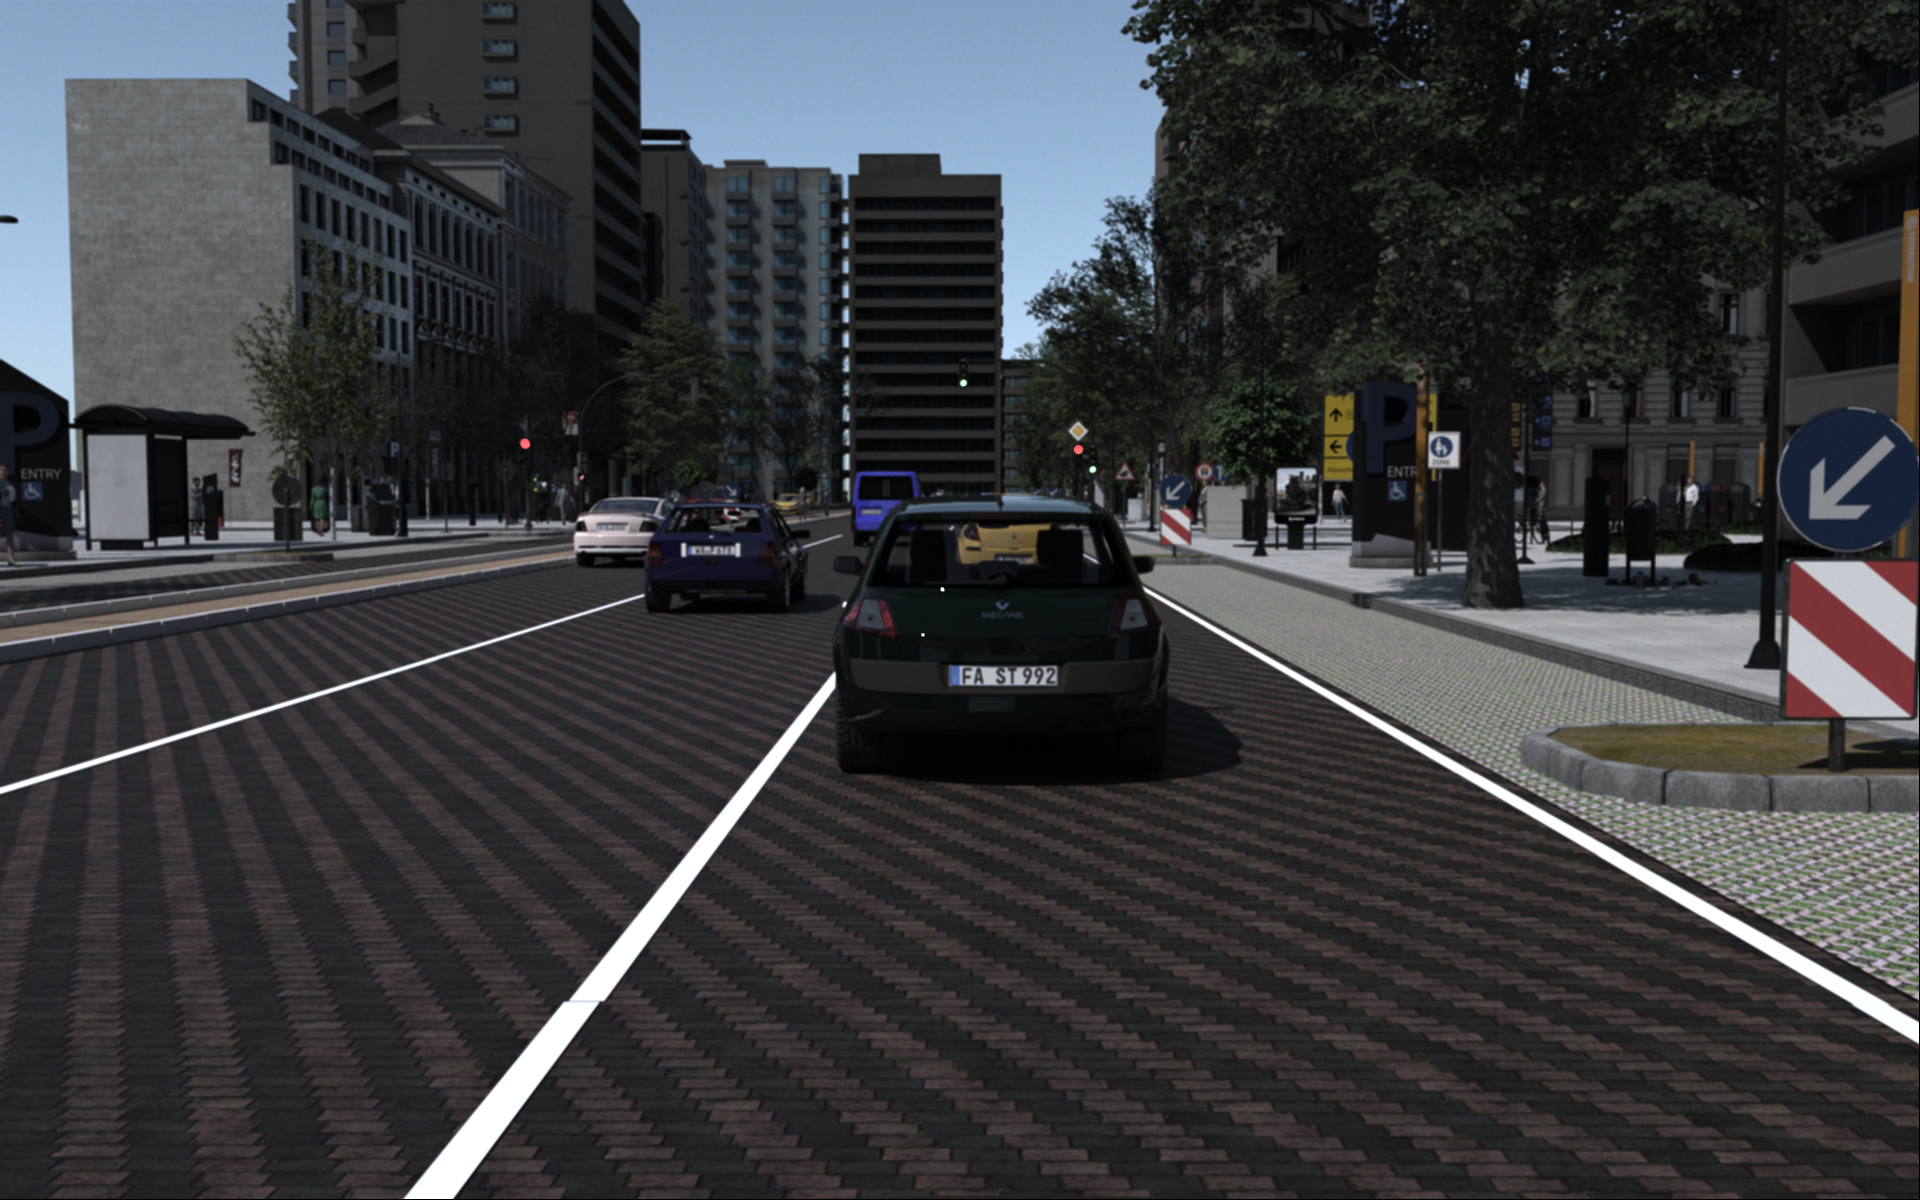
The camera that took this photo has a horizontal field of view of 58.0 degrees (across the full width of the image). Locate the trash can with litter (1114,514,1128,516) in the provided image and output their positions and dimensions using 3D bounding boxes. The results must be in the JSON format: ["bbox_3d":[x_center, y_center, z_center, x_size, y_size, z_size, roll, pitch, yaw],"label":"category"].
[{"bbox_3d":[9.650,-5.585,102.380,1.678,1.210,2.233,-1,4,-22],"label":"trash can with litter"}]

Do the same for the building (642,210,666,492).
[{"bbox_3d":[-37.337,-24.397,170.590,14.160,30.474,14.107,0,4,1],"label":"building"}]

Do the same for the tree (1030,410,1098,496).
[{"bbox_3d":[8.201,-10.930,129.064,4.360,8.622,3.978,0,3,0],"label":"tree"}]

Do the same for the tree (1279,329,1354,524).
[{"bbox_3d":[15.097,-7.492,72.852,4.360,8.622,3.978,0,3,0],"label":"tree"}]

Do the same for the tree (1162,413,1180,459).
[{"bbox_3d":[15.600,-10.143,116.194,4.360,8.622,3.978,0,3,0],"label":"tree"}]

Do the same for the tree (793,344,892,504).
[{"bbox_3d":[-14.845,-22.056,216.507,12.611,20.169,13.585,0,3,0],"label":"tree"}]

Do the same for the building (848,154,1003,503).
[{"bbox_3d":[-4.716,-38.261,249.268,21.600,48.544,21.300,0,4,1],"label":"building"}]

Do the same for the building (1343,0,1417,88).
[{"bbox_3d":[50.488,-57.228,248.344,31.000,86.520,22.319,0,4,1],"label":"building"}]

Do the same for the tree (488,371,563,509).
[{"bbox_3d":[-26.177,-9.160,100.132,4.360,8.622,3.978,0,3,0],"label":"tree"}]

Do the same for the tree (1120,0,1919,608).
[{"bbox_3d":[6.081,-6.887,19.259,9.857,13.997,8.962,0,3,0],"label":"tree"}]

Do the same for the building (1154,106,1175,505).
[{"bbox_3d":[29.596,-33.385,195.948,14.600,45.320,14.200,0,4,1],"label":"building"}]

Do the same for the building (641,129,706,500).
[{"bbox_3d":[-36.464,-31.361,196.348,14.086,41.232,14.154,0,4,1],"label":"building"}]

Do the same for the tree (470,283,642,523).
[{"bbox_3d":[-17.643,-8.725,77.061,7.601,10.594,8.767,0,4,7],"label":"tree"}]

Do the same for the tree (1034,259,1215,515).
[{"bbox_3d":[7.281,-10.084,82.998,7.486,12.596,7.792,0,3,0],"label":"tree"}]

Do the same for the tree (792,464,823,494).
[{"bbox_3d":[-16.216,-12.242,183.877,4.285,4.588,4.351,0,3,0],"label":"tree"}]

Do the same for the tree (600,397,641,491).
[{"bbox_3d":[-25.098,-10.503,122.083,4.360,8.622,3.978,0,3,0],"label":"tree"}]

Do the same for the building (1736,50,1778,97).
[{"bbox_3d":[52.305,-17.649,85.830,25.104,27.353,12.463,0,4,1],"label":"building"}]

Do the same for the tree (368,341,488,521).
[{"bbox_3d":[-25.701,-8.095,82.718,4.360,8.622,3.978,0,3,0],"label":"tree"}]

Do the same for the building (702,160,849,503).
[{"bbox_3d":[-30.775,-38.608,250.843,30.456,49.044,23.786,0,4,1],"label":"building"}]

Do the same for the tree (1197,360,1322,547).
[{"bbox_3d":[7.324,-3.582,42.273,4.285,4.588,4.351,0,3,0],"label":"tree"}]

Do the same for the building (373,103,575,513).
[{"bbox_3d":[-37.034,-20.855,126.881,13.634,28.700,20.117,0,4,1],"label":"building"}]

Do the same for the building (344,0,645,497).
[{"bbox_3d":[-40.587,-32.327,152.250,21.300,48.544,21.600,0,4,1],"label":"building"}]

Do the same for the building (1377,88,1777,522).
[{"bbox_3d":[30.276,-14.409,84.736,18.267,20.994,9.793,0,4,1],"label":"building"}]

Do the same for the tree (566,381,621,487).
[{"bbox_3d":[-23.884,-9.888,112.034,4.737,8.622,4.395,0,3,0],"label":"tree"}]

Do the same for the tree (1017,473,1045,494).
[{"bbox_3d":[8.633,-13.916,211.236,4.285,4.588,4.351,0,3,0],"label":"tree"}]

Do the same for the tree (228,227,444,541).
[{"bbox_3d":[-17.487,-5.951,47.663,4.737,8.622,4.395,0,3,0],"label":"tree"}]

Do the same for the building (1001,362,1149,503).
[{"bbox_3d":[20.566,-24.956,253.064,28.899,21.520,27.650,0,4,1],"label":"building"}]

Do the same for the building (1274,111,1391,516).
[{"bbox_3d":[27.337,-17.058,108.579,12.332,23.373,15.834,0,4,1],"label":"building"}]

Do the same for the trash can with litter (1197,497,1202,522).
[{"bbox_3d":[10.528,-4.223,80.101,2.233,1.210,1.678,3,5,44],"label":"trash can with litter"}]

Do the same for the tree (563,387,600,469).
[{"bbox_3d":[-24.396,-9.544,106.410,4.360,8.622,3.978,0,3,0],"label":"tree"}]

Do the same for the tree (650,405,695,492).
[{"bbox_3d":[-23.324,-11.542,139.074,4.737,8.622,4.395,0,3,0],"label":"tree"}]

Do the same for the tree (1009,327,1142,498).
[{"bbox_3d":[7.105,-10.925,104.372,9.928,11.665,9.643,0,3,0],"label":"tree"}]

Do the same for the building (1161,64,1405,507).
[{"bbox_3d":[31.904,-31.793,174.446,22.147,44.769,28.867,0,4,1],"label":"building"}]

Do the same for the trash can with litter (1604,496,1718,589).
[{"bbox_3d":[9.988,-0.821,24.478,2.233,1.210,1.678,-2,4,-28],"label":"trash can with litter"}]

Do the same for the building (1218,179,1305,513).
[{"bbox_3d":[26.952,-20.283,128.894,12.463,27.353,25.104,0,4,1],"label":"building"}]

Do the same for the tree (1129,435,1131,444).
[{"bbox_3d":[14.488,-10.834,127.496,4.737,8.622,4.395,0,3,0],"label":"tree"}]

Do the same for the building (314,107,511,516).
[{"bbox_3d":[-35.758,-16.997,106.780,11.050,23.489,19.941,0,4,1],"label":"building"}]

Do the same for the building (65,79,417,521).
[{"bbox_3d":[-35.831,-14.297,88.510,10.420,20.320,16.860,0,4,1],"label":"building"}]

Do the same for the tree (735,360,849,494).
[{"bbox_3d":[-15.634,-15.258,159.845,12.009,13.543,11.850,0,3,0],"label":"tree"}]

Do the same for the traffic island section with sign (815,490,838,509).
[{"bbox_3d":[-13.212,-9.804,168.921,1.989,1.847,2.006,0,4,1],"label":"traffic island section with sign"}]

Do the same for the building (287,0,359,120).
[{"bbox_3d":[-58.239,-39.836,193.312,28.212,58.520,21.231,0,4,1],"label":"building"}]

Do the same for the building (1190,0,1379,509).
[{"bbox_3d":[27.979,-30.756,152.975,14.600,45.320,14.200,0,4,1],"label":"building"}]

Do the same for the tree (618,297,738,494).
[{"bbox_3d":[-16.377,-11.142,100.290,7.486,12.596,7.792,0,3,0],"label":"tree"}]

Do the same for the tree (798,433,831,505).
[{"bbox_3d":[-16.506,-15.156,198.170,4.737,8.622,4.395,0,3,0],"label":"tree"}]

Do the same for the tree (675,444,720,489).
[{"bbox_3d":[-16.516,-7.641,108.641,4.285,4.588,4.351,0,3,0],"label":"tree"}]

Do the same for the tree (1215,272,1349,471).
[{"bbox_3d":[16.539,-10.482,89.514,7.486,12.596,7.792,0,3,0],"label":"tree"}]

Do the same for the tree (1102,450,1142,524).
[{"bbox_3d":[7.031,-4.967,75.813,1.663,3.219,1.824,0,3,0],"label":"tree"}]

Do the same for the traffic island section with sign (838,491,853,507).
[{"bbox_3d":[-12.934,-11.452,195.875,1.989,1.847,2.006,0,4,1],"label":"traffic island section with sign"}]

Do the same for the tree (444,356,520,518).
[{"bbox_3d":[-25.669,-8.676,92.209,4.737,8.622,4.395,0,3,0],"label":"tree"}]

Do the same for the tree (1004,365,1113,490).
[{"bbox_3d":[8.511,-14.150,148.357,9.611,12.733,9.660,0,3,0],"label":"tree"}]

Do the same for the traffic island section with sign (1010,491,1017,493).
[{"bbox_3d":[5.891,-11.434,195.575,1.989,1.847,2.006,0,4,1],"label":"traffic island section with sign"}]

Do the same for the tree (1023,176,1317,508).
[{"bbox_3d":[6.363,-7.096,50.437,8.767,10.594,7.601,-1,4,-19],"label":"tree"}]

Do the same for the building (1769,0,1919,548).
[{"bbox_3d":[31.197,-24.999,32.430,21.300,48.544,21.600,0,4,1],"label":"building"}]

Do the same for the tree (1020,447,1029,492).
[{"bbox_3d":[7.951,-14.468,186.919,4.360,8.622,3.978,0,3,0],"label":"tree"}]

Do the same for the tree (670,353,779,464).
[{"bbox_3d":[-17.138,-12.148,124.379,9.928,11.665,9.643,0,3,0],"label":"tree"}]

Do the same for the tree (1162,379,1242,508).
[{"bbox_3d":[15.594,-9.766,110.029,4.737,8.622,4.395,0,3,0],"label":"tree"}]

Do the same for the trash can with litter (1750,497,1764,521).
[{"bbox_3d":[30.127,-3.332,65.859,0.624,1.170,1.055,-2,4,-30],"label":"trash can with litter"}]
